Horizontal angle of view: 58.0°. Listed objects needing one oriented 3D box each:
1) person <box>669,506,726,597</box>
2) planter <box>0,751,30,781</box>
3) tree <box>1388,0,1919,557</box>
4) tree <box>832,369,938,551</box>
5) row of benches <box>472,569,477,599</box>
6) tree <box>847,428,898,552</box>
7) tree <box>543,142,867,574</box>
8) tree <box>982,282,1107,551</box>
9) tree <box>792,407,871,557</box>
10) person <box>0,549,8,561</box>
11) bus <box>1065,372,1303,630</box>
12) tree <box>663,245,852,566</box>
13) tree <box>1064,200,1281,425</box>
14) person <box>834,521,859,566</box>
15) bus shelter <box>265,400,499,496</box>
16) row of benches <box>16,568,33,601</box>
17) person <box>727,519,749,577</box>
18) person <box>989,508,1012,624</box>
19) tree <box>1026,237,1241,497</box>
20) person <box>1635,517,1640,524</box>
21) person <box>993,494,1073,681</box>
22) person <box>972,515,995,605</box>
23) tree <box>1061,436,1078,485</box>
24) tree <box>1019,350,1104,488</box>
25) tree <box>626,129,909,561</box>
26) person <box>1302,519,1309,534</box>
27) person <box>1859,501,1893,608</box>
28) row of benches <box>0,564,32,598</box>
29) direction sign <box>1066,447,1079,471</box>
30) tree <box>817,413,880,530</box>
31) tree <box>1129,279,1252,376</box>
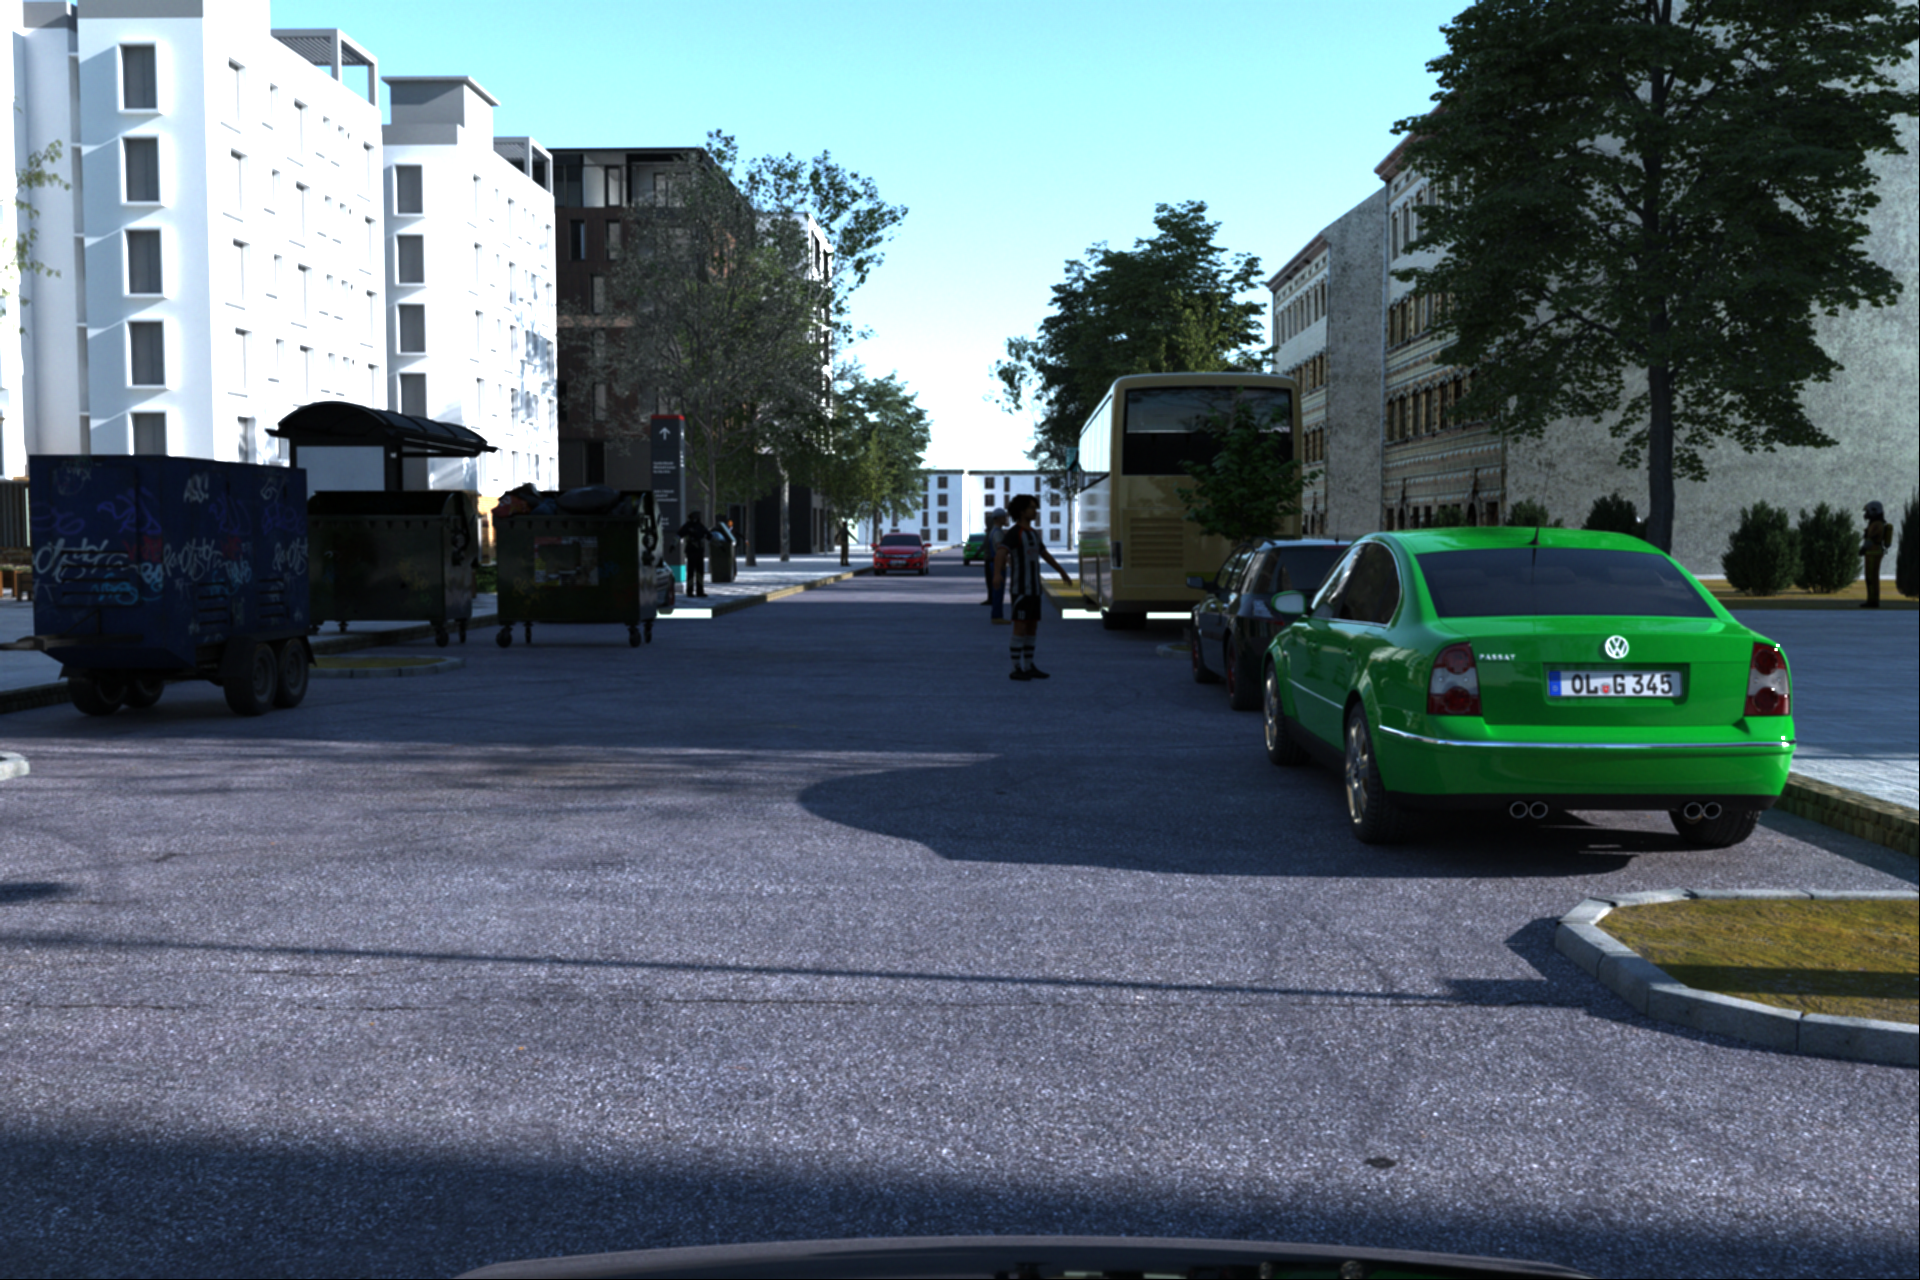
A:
[{"bbox_3d":[-5.386,-1.806,35.313,1.354,1.856,0.705,-3,5,-43],"label":"person"},{"bbox_3d":[-6.567,0.688,9.894,1.991,0.319,1.994,0,4,1],"label":"planter"},{"bbox_3d":[9.438,-6.460,23.751,7.486,12.596,7.792,0,3,0],"label":"tree"},{"bbox_3d":[-6.560,-13.831,132.796,9.857,13.997,8.962,0,3,0],"label":"tree"},{"bbox_3d":[-11.701,-1.148,34.240,4.104,0.672,1.422,-1,4,-14],"label":"row of benches"},{"bbox_3d":[-6.428,-10.421,120.753,4.737,8.622,4.395,0,3,0],"label":"tree"},{"bbox_3d":[-8.096,-8.874,55.454,12.009,13.543,11.850,0,3,0],"label":"tree"},{"bbox_3d":[8.053,-16.903,132.250,12.611,20.169,13.585,0,3,0],"label":"tree"},{"bbox_3d":[-7.218,-8.909,96.019,4.737,8.622,4.395,0,3,0],"label":"tree"},{"bbox_3d":[-13.097,-0.969,22.598,1.215,1.744,0.721,-3,5,-43],"label":"person"},{"bbox_3d":[3.404,-2.277,28.775,2.896,3.916,12.252,0,4,2],"label":"bus"},{"bbox_3d":[-8.068,-9.178,68.184,7.486,12.596,7.792,0,3,0],"label":"tree"},{"bbox_3d":[7.253,-8.629,59.209,7.486,12.596,7.792,0,3,0],"label":"tree"},{"bbox_3d":[-4.606,-3.867,69.497,1.348,1.796,0.705,3,5,42],"label":"person"},{"bbox_3d":[-9.471,-2.146,29.003,2.014,3.302,5.546,0,4,1],"label":"bus shelter"},{"bbox_3d":[-15.983,-1.108,33.584,4.104,0.672,1.422,-1,4,-9],"label":"row of benches"},{"bbox_3d":[-6.954,-2.785,52.256,1.216,1.740,0.721,0,4,7],"label":"person"},{"bbox_3d":[0.647,-1.181,27.617,0.705,1.847,1.347,0,4,-7],"label":"person"},{"bbox_3d":[7.760,-10.271,74.592,9.857,13.997,8.962,0,3,0],"label":"tree"},{"bbox_3d":[19.297,-2.648,49.753,1.216,1.772,0.721,-3,4,-36],"label":"person"},{"bbox_3d":[0.667,-0.518,17.078,0.704,1.843,1.345,2,4,35],"label":"person"},{"bbox_3d":[0.607,-1.618,35.045,0.705,1.813,1.348,1,4,23],"label":"person"},{"bbox_3d":[7.912,-8.927,96.311,4.737,8.622,4.395,0,3,0],"label":"tree"},{"bbox_3d":[8.642,-11.960,105.914,12.009,13.543,11.850,0,3,0],"label":"tree"},{"bbox_3d":[-9.098,-13.816,81.788,12.611,20.169,13.585,0,3,0],"label":"tree"},{"bbox_3d":[9.928,-2.723,50.740,0.704,1.802,1.346,-1,4,-22],"label":"person"},{"bbox_3d":[15.912,-1.497,30.239,0.705,1.858,1.354,2,4,34],"label":"person"},{"bbox_3d":[-19.457,-1.246,35.831,1.422,0.672,4.104,0,4,6],"label":"row of benches"},{"bbox_3d":[4.159,-3.558,46.937,2.525,3.948,1.411,0,4,1],"label":"direction sign"},{"bbox_3d":[-6.880,-9.405,104.139,4.360,8.622,3.978,0,3,0],"label":"tree"},{"bbox_3d":[6.720,-6.124,50.492,4.737,8.622,4.395,0,3,0],"label":"tree"}]
